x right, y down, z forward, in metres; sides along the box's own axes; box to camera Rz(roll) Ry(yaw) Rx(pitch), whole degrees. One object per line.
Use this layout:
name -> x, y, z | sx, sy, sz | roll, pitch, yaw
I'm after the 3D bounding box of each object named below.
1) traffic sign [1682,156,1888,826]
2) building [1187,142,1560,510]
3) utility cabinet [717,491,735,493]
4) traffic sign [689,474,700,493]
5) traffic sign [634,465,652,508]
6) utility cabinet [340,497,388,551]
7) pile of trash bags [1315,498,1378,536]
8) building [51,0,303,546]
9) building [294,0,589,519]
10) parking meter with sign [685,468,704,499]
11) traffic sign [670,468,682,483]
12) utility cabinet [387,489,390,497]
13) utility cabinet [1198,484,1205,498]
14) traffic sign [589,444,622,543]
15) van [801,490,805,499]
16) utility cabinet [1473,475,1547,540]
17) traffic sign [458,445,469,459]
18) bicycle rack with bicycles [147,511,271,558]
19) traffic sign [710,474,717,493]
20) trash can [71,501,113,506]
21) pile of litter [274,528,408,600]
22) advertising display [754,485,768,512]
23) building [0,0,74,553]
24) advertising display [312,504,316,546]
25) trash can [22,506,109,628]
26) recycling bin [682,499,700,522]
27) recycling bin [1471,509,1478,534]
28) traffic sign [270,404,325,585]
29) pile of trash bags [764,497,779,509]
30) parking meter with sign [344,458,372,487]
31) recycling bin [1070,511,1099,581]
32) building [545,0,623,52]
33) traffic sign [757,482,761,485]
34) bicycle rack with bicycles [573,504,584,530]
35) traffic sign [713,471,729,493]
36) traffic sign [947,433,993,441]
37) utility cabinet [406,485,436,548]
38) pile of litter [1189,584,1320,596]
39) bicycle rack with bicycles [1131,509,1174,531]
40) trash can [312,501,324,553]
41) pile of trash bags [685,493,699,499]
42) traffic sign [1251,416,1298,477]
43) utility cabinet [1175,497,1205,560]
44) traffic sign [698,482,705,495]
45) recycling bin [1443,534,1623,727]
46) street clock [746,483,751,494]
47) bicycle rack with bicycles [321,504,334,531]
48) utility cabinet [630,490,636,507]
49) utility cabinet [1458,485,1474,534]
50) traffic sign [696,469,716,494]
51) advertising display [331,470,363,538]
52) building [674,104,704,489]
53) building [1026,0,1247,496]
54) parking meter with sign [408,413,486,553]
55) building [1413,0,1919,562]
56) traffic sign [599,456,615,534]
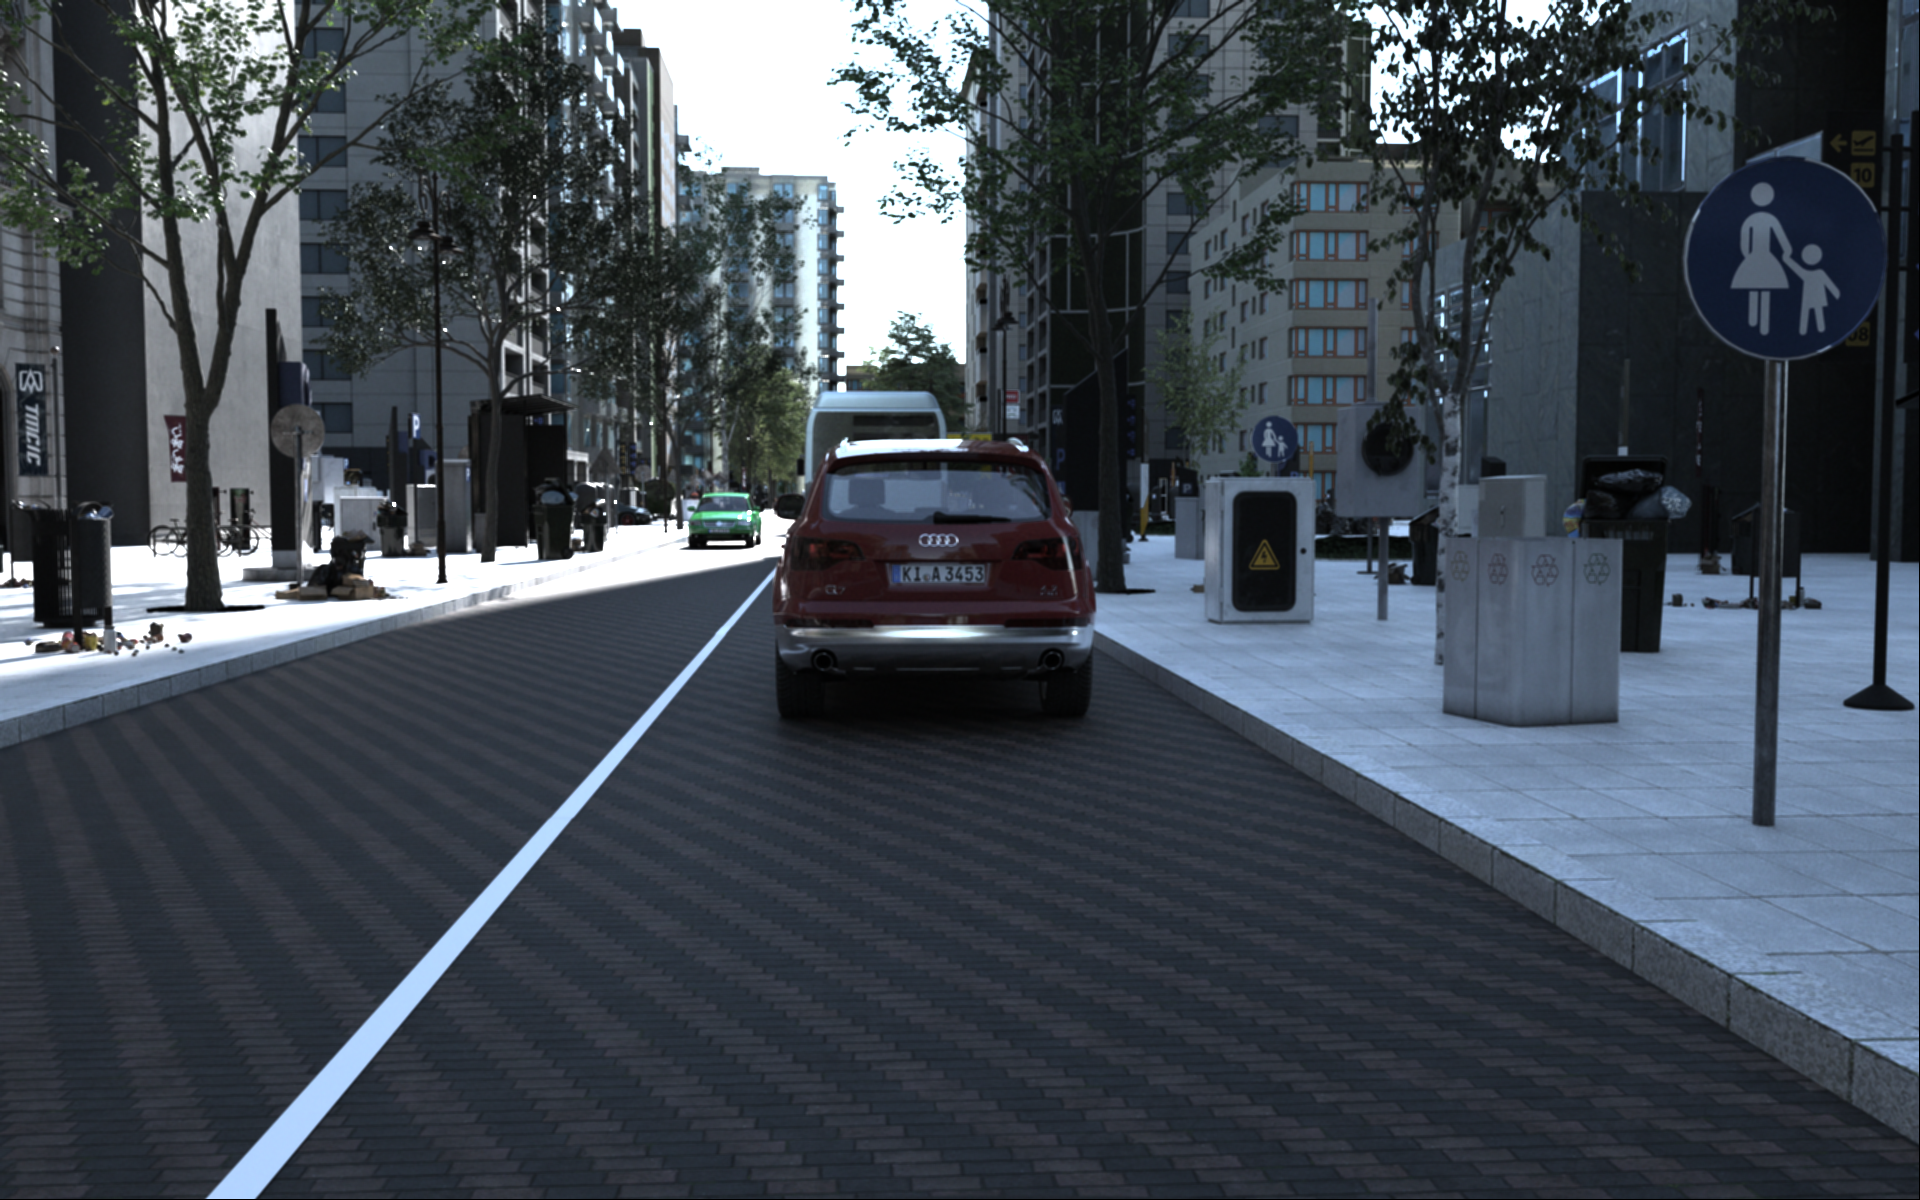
traffic sign -> 3.121, -0.400, 6.648 | 0.768, 2.556, 0.104 | 0, 4, 1
building -> 30.816, -15.894, 104.914 | 28.899, 21.520, 27.650 | 0, 4, -4
utility cabinet -> -16.287, -6.842, 120.551 | 1.173, 1.500, 0.318 | -1, 4, -21
traffic sign -> -17.022, -6.807, 111.395 | 0.768, 2.556, 0.104 | 0, 4, 2
traffic sign -> -13.692, -4.567, 74.778 | 0.768, 2.556, 0.104 | 0, 4, 6
utility cabinet -> -13.476, -1.716, 39.215 | 1.020, 1.237, 0.306 | -2, 4, -24
pile of trash bags -> 12.267, -2.701, 53.918 | 1.912, 1.369, 3.447 | -1, 4, -15
building -> -32.341, -15.576, 48.171 | 24.014, 27.812, 14.314 | 0, 4, -4
building -> -32.316, -40.317, 97.437 | 20.563, 71.187, 20.611 | 0, 4, -4
parking meter with sign -> -18.167, -7.377, 116.869 | 1.738, 3.016, 0.543 | 1, 4, 10
traffic sign -> -14.334, -5.292, 86.525 | 0.884, 2.594, 0.081 | 0, 4, -3
utility cabinet -> -26.476, -4.406, 80.721 | 0.318, 1.500, 1.173 | -1, 4, -23
utility cabinet -> 5.205, -1.774, 37.683 | 0.318, 1.500, 1.173 | 0, 4, -7
traffic sign -> -9.279, -2.772, 45.334 | 0.884, 2.594, 0.081 | 0, 4, 1
van -> -13.636, -9.159, 156.753 | 2.013, 2.044, 4.112 | 0, 4, -4
utility cabinet -> 6.531, -0.727, 20.572 | 0.318, 1.500, 1.173 | -1, 4, -8
traffic sign -> -12.388, -2.687, 44.038 | 0.768, 2.556, 0.104 | 0, 4, 3
bicycle rack with bicycles -> -15.431, -1.371, 35.801 | 2.925, 0.926, 2.852 | 0, 4, 5
traffic sign -> -15.415, -6.642, 108.694 | 0.768, 2.556, 0.104 | 0, 4, 3
trash can -> -17.374, -1.409, 34.691 | 0.748, 1.137, 0.748 | 0, 3, 0
pile of litter -> -7.605, -0.443, 21.209 | 1.719, 0.858, 1.176 | 2, 4, 31
advertising display -> -14.345, -7.329, 125.050 | 0.974, 1.923, 0.123 | -1, 4, -21
building -> -25.647, -11.353, 27.418 | 13.314, 21.916, 24.055 | 0, 4, -4
advertising display -> -16.212, -2.294, 42.721 | 0.974, 1.923, 0.123 | 2, 4, 31
trash can -> -8.615, -0.310, 16.724 | 0.748, 1.137, 0.748 | 0, 3, 0
recycling bin -> -12.698, -4.202, 81.257 | 0.722, 1.027, 0.722 | -3, 5, -42
recycling bin -> 8.914, -0.976, 28.504 | 0.722, 1.027, 0.722 | -1, 4, -21
traffic sign -> -9.345, -1.489, 24.449 | 0.768, 2.556, 0.104 | 0, 4, -2
pile of trash bags -> -17.085, -8.499, 148.712 | 3.447, 1.369, 1.912 | -1, 4, -9
parking meter with sign -> -29.216, -5.421, 84.901 | 1.738, 3.016, 0.543 | -3, 5, -44
recycling bin -> 1.670, -0.808, 25.771 | 0.722, 1.027, 0.722 | -2, 4, -29
building -> -37.639, -31.296, 131.300 | 23.786, 49.044, 30.456 | 0, 4, -4
traffic sign -> -16.280, -8.486, 139.928 | 0.795, 2.450, 0.064 | 0, 4, 2
bicycle rack with bicycles -> -14.291, -2.926, 61.226 | 2.852, 0.926, 2.925 | -1, 4, -20
traffic sign -> -10.512, -4.422, 75.945 | 0.795, 2.450, 0.064 | 0, 4, -4
traffic sign -> -0.038, -3.888, 57.443 | 2.265, 3.308, 0.079 | 0, 4, 5
utility cabinet -> -12.779, -2.002, 41.405 | 0.318, 1.500, 1.173 | 1, 4, 12
pile of litter -> 3.757, -0.514, 22.365 | 1.176, 0.858, 1.719 | -2, 4, -33
bicycle rack with bicycles -> 5.751, -2.753, 58.387 | 2.925, 0.926, 2.852 | 0, 4, 8
trash can -> -14.324, -1.610, 37.976 | 0.748, 1.137, 0.748 | 0, 3, 0
pile of trash bags -> -14.796, -5.386, 97.817 | 1.912, 1.369, 3.447 | -1, 4, -17
traffic sign -> 5.110, -1.720, 28.227 | 0.768, 2.556, 0.104 | 0, 4, 1
utility cabinet -> 4.598, -1.412, 34.251 | 0.306, 1.237, 1.020 | -1, 4, -18
traffic sign -> -15.830, -6.544, 107.100 | 0.768, 2.556, 0.104 | 0, 4, -1
recycling bin -> 3.270, 0.161, 9.926 | 0.722, 1.027, 0.722 | -1, 4, -19
street clock -> -14.318, -6.887, 117.172 | 0.358, 2.002, 0.471 | -3, 4, -38
bicycle rack with bicycles -> -22.392, -2.865, 60.221 | 2.852, 0.926, 2.925 | -3, 5, -44
utility cabinet -> -23.745, -7.151, 125.596 | 1.173, 1.500, 0.318 | 3, 5, 43
utility cabinet -> 12.218, -1.999, 41.362 | 0.318, 1.500, 1.173 | -2, 4, -28
traffic sign -> -9.971, -3.935, 67.978 | 0.795, 2.450, 0.064 | 0, 4, -4
advertising display -> -16.600, -2.549, 46.894 | 0.974, 1.923, 0.123 | 1, 4, 18
building -> -46.622, -35.582, 201.371 | 30.456, 49.044, 23.786 | 0, 4, -4
building -> 14.045, -42.295, 129.780 | 20.563, 71.187, 20.611 | 0, 4, -4
parking meter with sign -> -11.018, -2.532, 37.658 | 1.738, 3.016, 0.543 | 0, 4, 0
building -> 24.638, -43.891, 30.293 | 22.319, 86.520, 31.000 | 0, 4, -4
traffic sign -> -11.377, -3.419, 56.004 | 0.768, 2.556, 0.104 | 0, 4, -4
